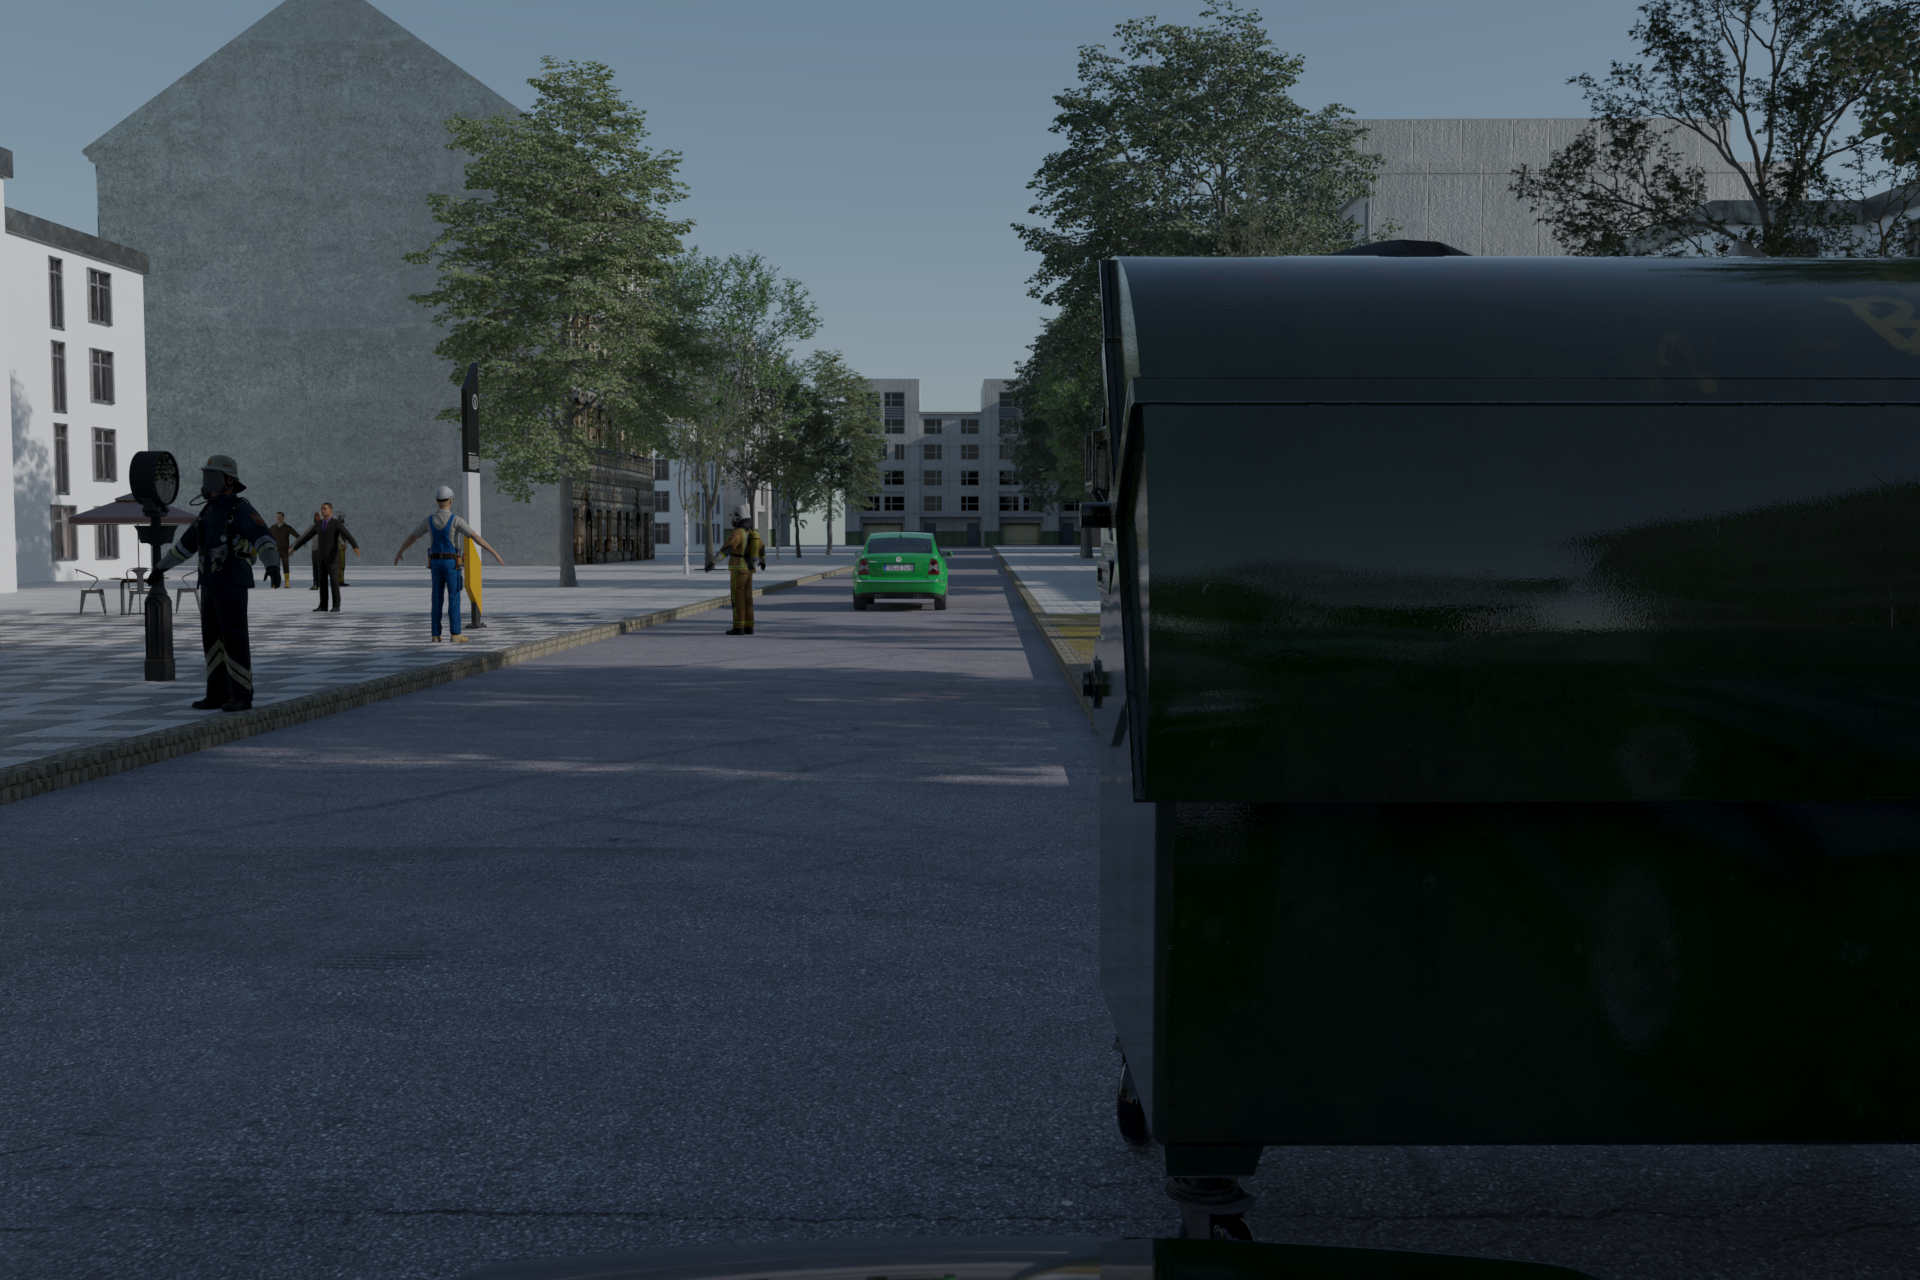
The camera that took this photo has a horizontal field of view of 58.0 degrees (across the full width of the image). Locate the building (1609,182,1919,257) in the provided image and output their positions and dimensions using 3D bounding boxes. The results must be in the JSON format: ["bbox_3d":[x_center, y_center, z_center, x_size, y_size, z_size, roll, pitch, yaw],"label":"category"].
[{"bbox_3d":[23.429,-6.217,43.803,9.099,9.664,28.070,0,4,0],"label":"building"}]

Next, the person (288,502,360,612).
[{"bbox_3d":[-10.440,-1.366,28.565,1.346,1.802,0.704,1,4,16],"label":"person"}]

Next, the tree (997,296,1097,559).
[{"bbox_3d":[6.795,-11.263,90.802,9.857,13.997,8.962,0,3,0],"label":"tree"}]

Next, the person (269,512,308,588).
[{"bbox_3d":[-16.124,-2.138,41.097,1.346,1.812,0.704,0,4,-2],"label":"person"}]

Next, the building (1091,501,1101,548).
[{"bbox_3d":[26.279,-20.449,178.311,27.936,21.610,32.646,0,4,0],"label":"building"}]

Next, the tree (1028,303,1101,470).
[{"bbox_3d":[6.260,-8.793,69.518,9.928,11.665,9.643,0,3,0],"label":"tree"}]

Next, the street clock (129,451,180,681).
[{"bbox_3d":[-7.008,-0.645,15.117,0.358,2.002,0.471,0,4,1],"label":"street clock"}]

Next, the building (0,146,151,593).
[{"bbox_3d":[-25.272,-5.871,38.141,9.099,9.664,28.070,0,4,1],"label":"building"}]

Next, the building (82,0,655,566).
[{"bbox_3d":[-24.715,-15.074,77.386,19.493,23.208,18.063,0,4,1],"label":"building"}]

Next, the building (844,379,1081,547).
[{"bbox_3d":[2.630,-20.493,203.975,31.486,18.905,16.747,0,4,-1],"label":"building"}]

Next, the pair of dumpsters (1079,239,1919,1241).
[{"bbox_3d":[2.466,0.081,3.631,4.436,2.255,1.574,0,4,0],"label":"pair of dumpsters"}]

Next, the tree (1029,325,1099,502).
[{"bbox_3d":[7.088,-9.891,79.847,7.486,12.596,7.792,0,3,0],"label":"tree"}]

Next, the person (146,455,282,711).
[{"bbox_3d":[-5.378,-0.418,12.607,1.354,1.856,0.705,2,4,28],"label":"person"}]

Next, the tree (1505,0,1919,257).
[{"bbox_3d":[11.756,-5.462,23.711,8.767,10.594,7.601,1,4,22],"label":"tree"}]

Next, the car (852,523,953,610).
[{"bbox_3d":[-1.124,-1.541,33.986,1.959,1.807,4.718,0,3,0],"label":"car"}]

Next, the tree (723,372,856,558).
[{"bbox_3d":[-8.954,-9.731,93.516,7.601,10.594,8.767,3,4,39],"label":"tree"}]

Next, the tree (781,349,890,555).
[{"bbox_3d":[-7.834,-11.528,106.617,7.486,12.596,7.792,0,3,0],"label":"tree"}]

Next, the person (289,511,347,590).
[{"bbox_3d":[-14.615,-2.040,39.490,1.348,1.813,0.705,0,4,4],"label":"person"}]

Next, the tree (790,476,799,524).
[{"bbox_3d":[-22.428,-17.956,200.241,9.857,13.997,8.962,0,3,0],"label":"tree"}]

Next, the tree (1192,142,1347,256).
[{"bbox_3d":[6.105,-5.060,33.094,4.360,8.622,3.978,0,3,0],"label":"tree"}]

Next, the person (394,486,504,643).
[{"bbox_3d":[-6.085,-0.897,20.517,1.347,1.847,0.705,0,4,6],"label":"person"}]

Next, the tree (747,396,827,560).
[{"bbox_3d":[-8.843,-8.247,85.197,4.737,8.622,4.395,0,3,0],"label":"tree"}]

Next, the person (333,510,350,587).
[{"bbox_3d":[-15.178,-2.239,42.381,1.354,1.858,0.705,3,5,43],"label":"person"}]

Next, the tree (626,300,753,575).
[{"bbox_3d":[-8.898,-6.369,54.501,4.360,8.622,3.978,0,3,0],"label":"tree"}]

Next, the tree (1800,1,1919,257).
[{"bbox_3d":[10.346,-6.437,11.906,9.857,13.997,8.962,0,3,0],"label":"tree"}]

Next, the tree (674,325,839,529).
[{"bbox_3d":[-8.891,-8.626,75.453,8.767,10.594,7.601,2,4,24],"label":"tree"}]

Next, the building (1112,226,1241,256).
[{"bbox_3d":[24.644,-17.576,131.335,27.936,21.610,32.646,0,4,1],"label":"building"}]

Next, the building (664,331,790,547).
[{"bbox_3d":[-26.662,-18.302,165.698,16.747,18.905,31.486,0,4,2],"label":"building"}]

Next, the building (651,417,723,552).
[{"bbox_3d":[-22.848,-11.793,134.964,9.099,9.664,28.070,0,4,2],"label":"building"}]

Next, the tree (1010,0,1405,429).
[{"bbox_3d":[6.123,-8.278,41.998,9.857,13.997,8.962,0,3,0],"label":"tree"}]

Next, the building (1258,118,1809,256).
[{"bbox_3d":[24.423,-13.213,82.495,16.747,18.905,31.486,0,4,1],"label":"building"}]

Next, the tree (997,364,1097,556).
[{"bbox_3d":[7.299,-11.779,102.963,12.009,13.543,11.850,0,3,0],"label":"tree"}]

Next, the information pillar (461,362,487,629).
[{"bbox_3d":[-6.601,-1.961,23.422,0.183,3.616,0.504,0,4,2],"label":"information pillar"}]

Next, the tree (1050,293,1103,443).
[{"bbox_3d":[6.590,-7.444,56.120,7.601,10.594,8.767,-3,5,-41],"label":"tree"}]

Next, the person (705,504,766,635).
[{"bbox_3d":[-3.122,-1.001,24.594,0.705,1.858,1.354,2,4,29],"label":"person"}]

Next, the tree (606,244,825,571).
[{"bbox_3d":[-8.796,-8.287,61.249,9.928,11.665,9.643,0,3,0],"label":"tree"}]

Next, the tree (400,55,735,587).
[{"bbox_3d":[-9.311,-7.543,41.454,7.486,12.596,7.792,0,3,0],"label":"tree"}]
